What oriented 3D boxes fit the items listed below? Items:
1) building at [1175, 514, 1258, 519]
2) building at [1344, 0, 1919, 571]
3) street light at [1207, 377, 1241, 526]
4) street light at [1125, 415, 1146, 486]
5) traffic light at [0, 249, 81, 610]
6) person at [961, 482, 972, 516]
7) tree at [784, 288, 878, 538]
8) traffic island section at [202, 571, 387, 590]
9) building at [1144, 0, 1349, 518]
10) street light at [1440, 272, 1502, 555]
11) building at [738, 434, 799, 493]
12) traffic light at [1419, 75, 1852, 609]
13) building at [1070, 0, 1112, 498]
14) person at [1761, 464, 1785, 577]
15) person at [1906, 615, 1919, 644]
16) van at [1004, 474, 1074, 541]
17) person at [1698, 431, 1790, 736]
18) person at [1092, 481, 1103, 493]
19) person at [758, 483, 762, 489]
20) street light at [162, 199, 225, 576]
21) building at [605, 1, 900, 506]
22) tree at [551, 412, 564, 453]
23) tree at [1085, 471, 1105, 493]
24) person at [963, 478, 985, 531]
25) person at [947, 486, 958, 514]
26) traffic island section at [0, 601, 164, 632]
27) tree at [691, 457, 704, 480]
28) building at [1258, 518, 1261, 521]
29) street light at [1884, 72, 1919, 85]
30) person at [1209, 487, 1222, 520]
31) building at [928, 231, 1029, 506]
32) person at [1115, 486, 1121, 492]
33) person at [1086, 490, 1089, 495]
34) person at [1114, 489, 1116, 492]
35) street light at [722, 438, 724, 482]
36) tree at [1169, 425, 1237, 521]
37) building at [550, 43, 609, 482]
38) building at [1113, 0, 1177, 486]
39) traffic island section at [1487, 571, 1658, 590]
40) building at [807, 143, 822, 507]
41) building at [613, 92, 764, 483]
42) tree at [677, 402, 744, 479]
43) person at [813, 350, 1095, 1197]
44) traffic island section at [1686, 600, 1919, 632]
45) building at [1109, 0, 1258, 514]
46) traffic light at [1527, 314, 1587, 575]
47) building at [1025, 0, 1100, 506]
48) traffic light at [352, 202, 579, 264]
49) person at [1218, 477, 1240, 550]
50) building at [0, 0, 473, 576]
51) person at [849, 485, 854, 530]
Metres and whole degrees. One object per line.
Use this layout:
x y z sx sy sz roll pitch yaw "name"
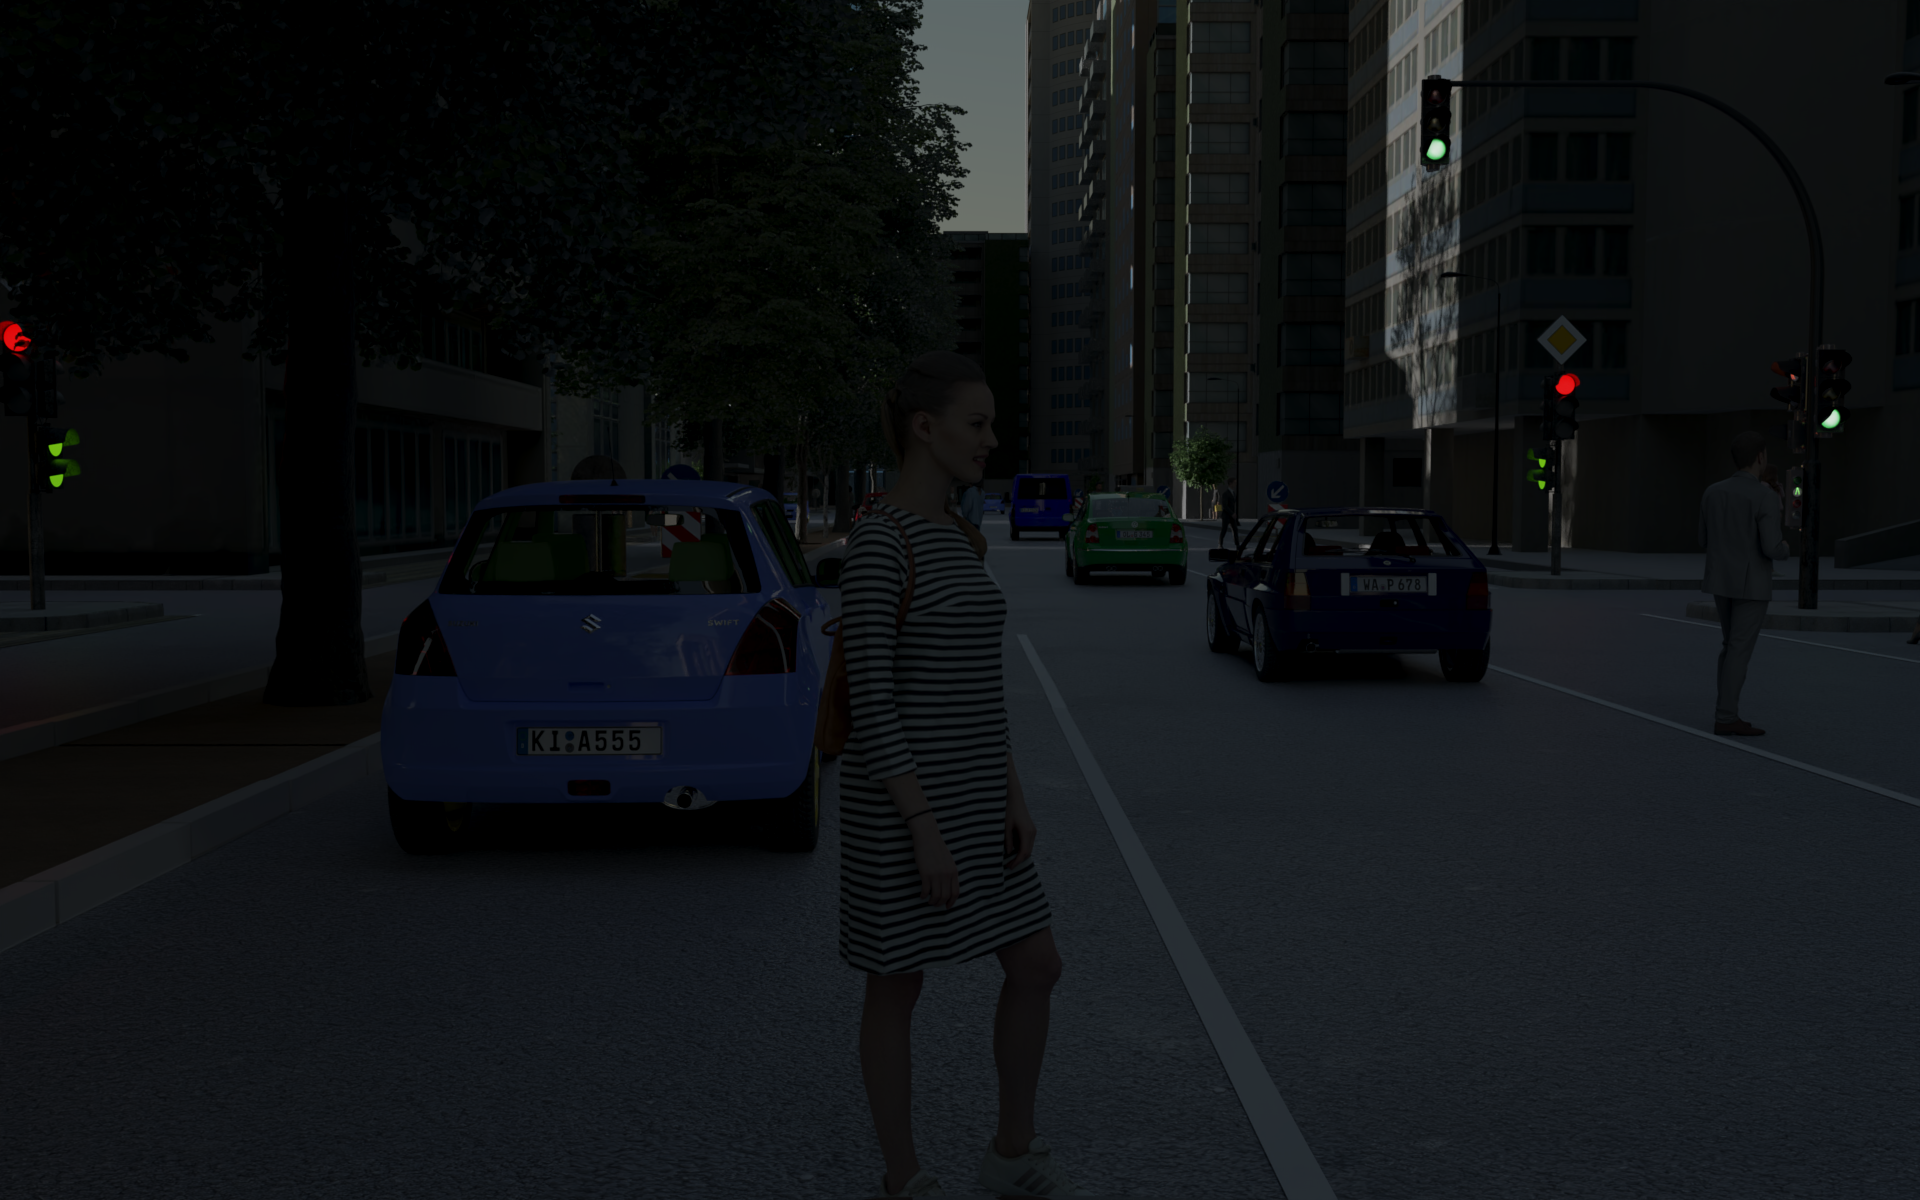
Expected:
18.593 -25.151 94.814 14.154 41.232 14.086 0 4 0 "building"
23.494 -21.457 42.698 23.993 40.220 32.217 0 4 0 "building"
10.532 -5.901 69.028 1.470 5.913 1.316 0 4 0 "street light"
10.362 -7.901 101.722 1.470 5.913 1.316 0 4 0 "street light"
-10.216 -1.846 19.107 0.839 4.253 0.868 0 4 0 "traffic light"
0.254 -2.001 41.555 0.601 1.785 0.444 -2 4 -31 "person"
-4.350 -6.303 55.875 4.360 8.622 3.978 0 3 0 "tree"
-10.311 -0.302 27.226 2.009 0.180 2.903 0 4 0 "traffic island section"
18.599 -20.715 110.384 14.160 30.474 14.107 0 4 0 "building"
10.725 -3.902 36.334 1.470 5.913 1.316 0 4 0 "street light"
-20.234 -27.684 136.229 14.154 41.232 14.086 0 4 0 "building"
7.353 -2.718 19.100 4.771 5.953 1.251 0 4 0 "traffic light"
22.771 -33.155 161.689 23.786 49.044 30.456 0 4 0 "building"
12.491 -1.241 26.922 0.643 1.750 0.593 2 4 32 "person"
9.351 -0.464 16.363 0.520 1.790 0.573 -1 4 -20 "person"
2.532 -3.088 54.873 2.240 2.365 5.245 0 4 1 "van"
4.730 -0.100 10.330 0.583 1.804 0.606 -2 4 -24 "person"
4.400 -2.811 54.452 0.794 1.824 0.713 1 4 21 "person"
-6.501 -2.929 56.739 0.601 1.785 0.444 -1 4 -18 "person"
-11.852 -3.337 27.098 1.470 5.913 1.316 0 4 0 "street light"
-22.106 -54.018 195.860 31.000 86.520 22.319 0 4 0 "building"
-13.461 -4.144 51.473 4.285 4.588 4.351 0 3 0 "tree"
10.952 -8.928 140.572 1.663 3.219 1.824 0 3 0 "tree"
0.300 -1.645 35.667 0.793 1.790 0.793 0 4 7 "person"
-0.297 -3.615 68.151 0.519 1.759 0.362 -1 4 -10 "person"
-10.257 0.186 19.241 2.009 0.180 2.903 0 4 0 "traffic island section"
-13.317 -5.811 89.610 1.663 3.219 1.824 0 3 0 "tree"
18.718 -18.207 69.394 14.160 30.474 14.107 0 4 0 "building"
10.878 -2.857 19.252 1.470 5.913 1.316 0 4 0 "street light"
12.883 -4.952 87.233 0.699 1.804 1.509 1 4 12 "person"
0.479 -25.767 192.985 14.107 30.474 14.160 0 4 0 "building"
5.794 -3.330 63.789 0.563 1.720 0.643 2 4 30 "person"
10.840 -8.439 145.492 0.415 1.643 0.593 2 4 35 "person"
9.061 -5.642 101.020 0.678 1.792 0.850 3 5 40 "person"
-12.142 -7.336 92.486 1.470 5.913 1.316 0 4 0 "street light"
11.598 -6.034 82.375 4.285 4.588 4.351 0 3 0 "tree"
-23.366 -46.271 69.209 22.319 86.520 31.000 0 4 0 "building"
18.635 -28.988 124.059 14.600 45.320 14.200 0 4 0 "building"
9.430 -0.310 27.354 2.009 0.180 2.903 0 4 0 "traffic island section"
-25.406 -28.761 162.116 23.993 40.220 32.217 0 4 0 "building"
-27.679 -32.161 115.075 28.713 52.752 27.495 0 4 0 "building"
-13.924 -9.065 98.576 4.360 8.622 3.978 0 3 0 "tree"
-0.047 0.378 3.326 0.522 1.701 0.512 2 4 28 "person"
9.484 0.178 19.369 2.009 0.180 2.903 0 4 0 "traffic island section"
18.913 -27.852 138.967 14.154 41.232 14.086 0 4 0 "building"
9.390 -2.344 27.240 0.839 4.253 0.868 0 4 0 "traffic light"
21.831 -40.006 196.090 28.212 58.520 21.231 0 4 0 "building"
-8.179 -3.209 27.141 4.771 5.953 1.251 0 4 0 "traffic light"
6.801 -2.141 43.287 0.755 1.850 0.659 2 4 33 "person"
-21.906 -25.226 36.141 21.300 48.544 21.600 0 4 0 "building"
-4.283 -3.513 66.298 0.532 1.782 0.716 1 4 17 "person"
